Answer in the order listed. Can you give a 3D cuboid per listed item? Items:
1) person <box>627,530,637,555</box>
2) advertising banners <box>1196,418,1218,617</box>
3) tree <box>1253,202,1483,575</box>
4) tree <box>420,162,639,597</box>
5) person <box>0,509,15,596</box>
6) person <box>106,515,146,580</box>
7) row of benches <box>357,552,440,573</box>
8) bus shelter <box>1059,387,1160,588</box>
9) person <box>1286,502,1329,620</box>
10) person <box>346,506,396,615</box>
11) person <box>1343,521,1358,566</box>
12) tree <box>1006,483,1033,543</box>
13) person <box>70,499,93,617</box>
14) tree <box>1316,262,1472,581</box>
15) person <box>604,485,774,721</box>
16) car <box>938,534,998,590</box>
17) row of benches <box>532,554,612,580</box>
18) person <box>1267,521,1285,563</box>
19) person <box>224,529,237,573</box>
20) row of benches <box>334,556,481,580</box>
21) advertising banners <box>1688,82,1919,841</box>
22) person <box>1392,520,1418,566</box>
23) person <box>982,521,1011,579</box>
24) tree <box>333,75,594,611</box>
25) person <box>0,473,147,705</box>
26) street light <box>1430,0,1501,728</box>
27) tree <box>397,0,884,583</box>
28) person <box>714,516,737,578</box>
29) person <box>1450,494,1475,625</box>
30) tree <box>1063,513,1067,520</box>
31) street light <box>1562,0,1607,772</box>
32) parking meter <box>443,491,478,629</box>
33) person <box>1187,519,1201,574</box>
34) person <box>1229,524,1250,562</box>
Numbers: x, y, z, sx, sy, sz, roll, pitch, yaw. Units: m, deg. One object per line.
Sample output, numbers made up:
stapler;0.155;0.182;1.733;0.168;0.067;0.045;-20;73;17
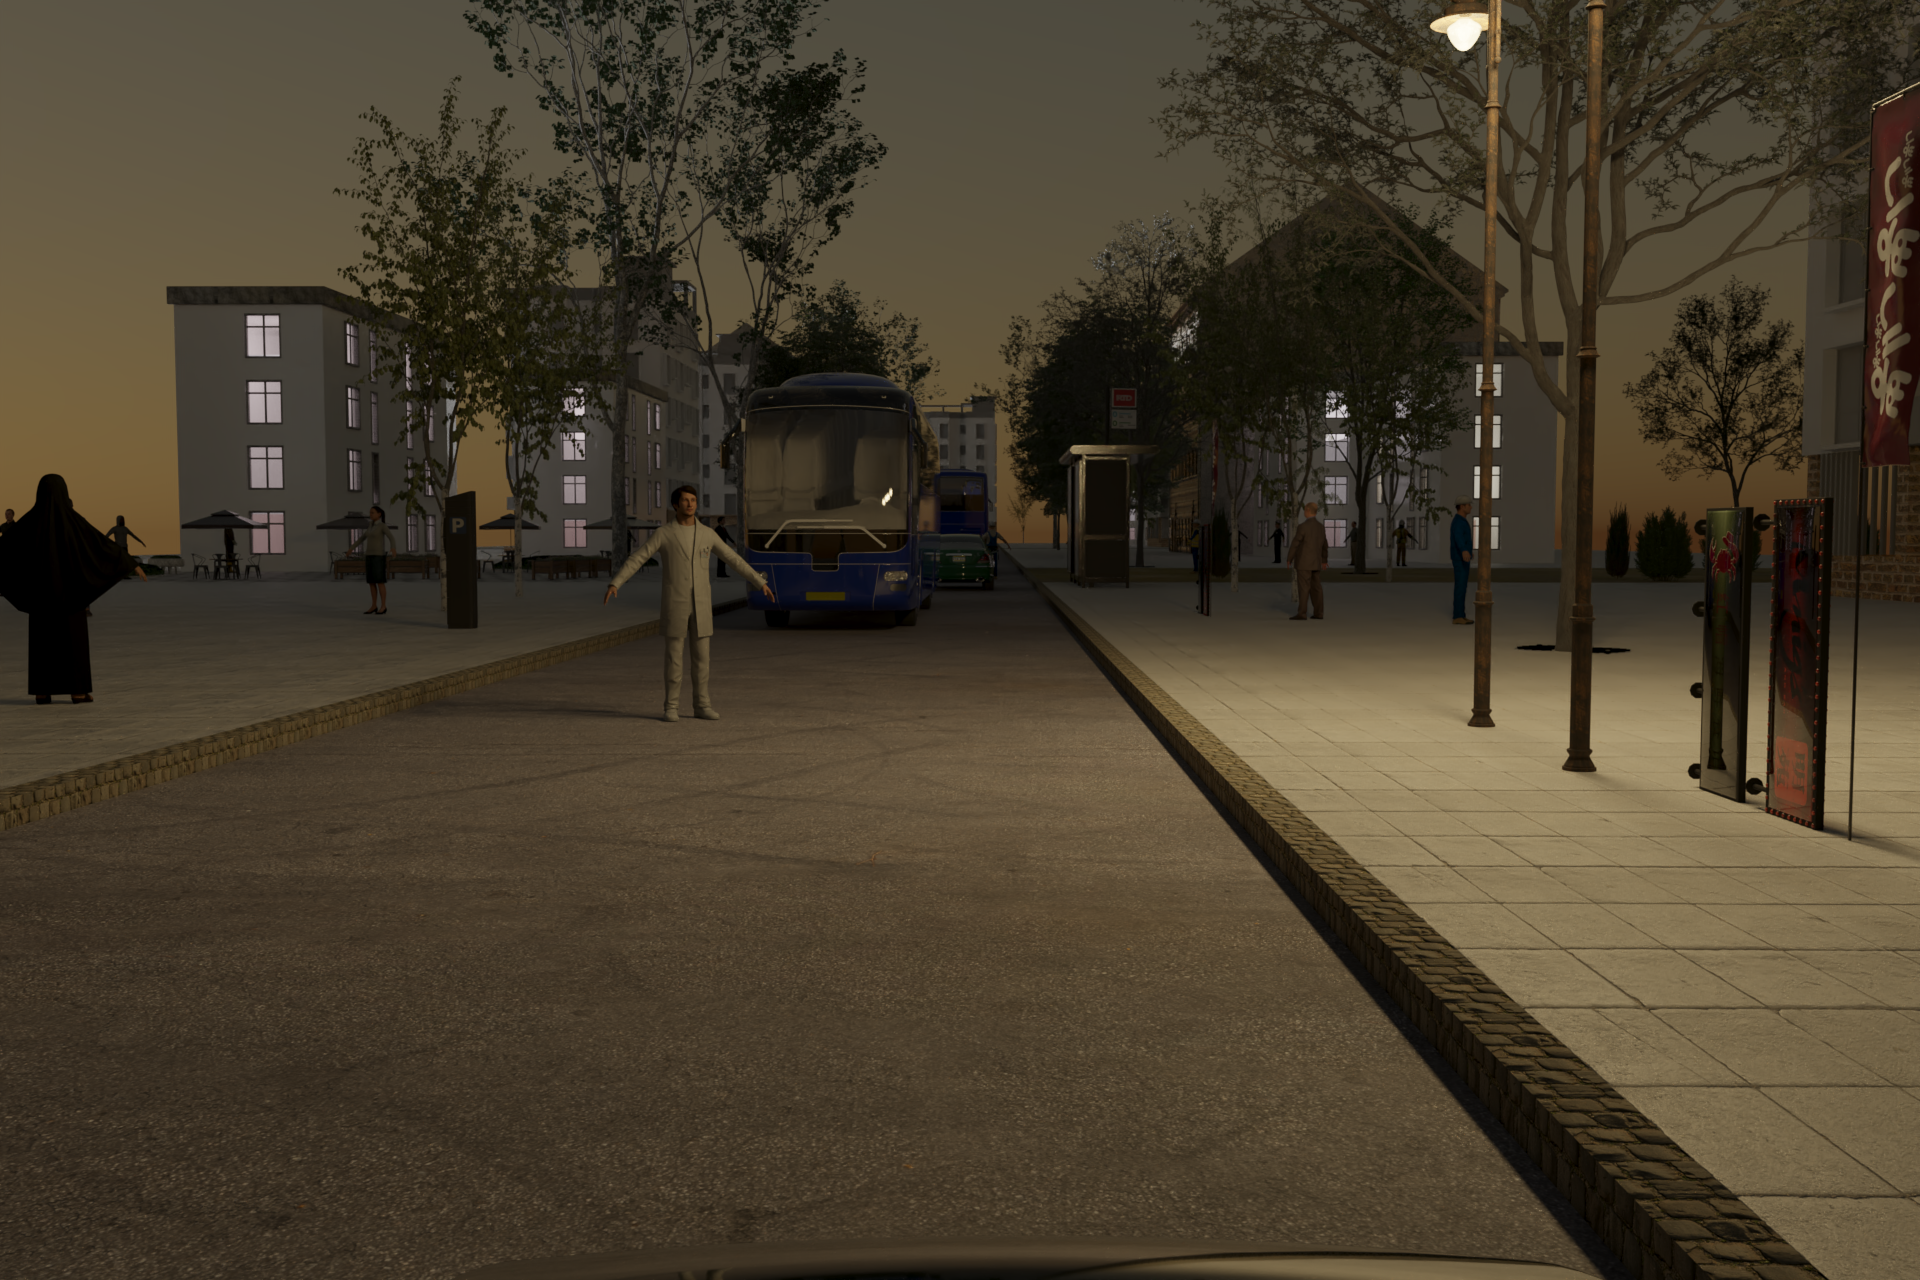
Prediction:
person;-15.422;-4.572;80.527;0.705;1.856;1.354;1;4;13
advertising banners;3.878;-1.896;27.181;0.090;3.025;2.074;0;4;1
tree;12.857;-7.908;55.049;9.928;11.665;9.643;0;3;0
tree;-8.838;-5.202;35.407;4.737;8.622;4.395;0;3;0
person;-19.514;-1.796;35.590;1.348;1.803;0.705;0;4;-3
person;-23.598;-2.608;48.763;0.705;1.813;1.348;2;4;32
row of benches;-18.688;-2.586;57.748;4.104;0.672;1.422;2;4;30
bus shelter;3.737;-4.122;45.032;2.179;5.291;8.768;0;4;1
person;5.184;-1.183;25.939;0.990;1.755;0.434;-3;4;-38
person;-9.383;-1.273;27.649;1.217;1.735;0.721;2;4;35
person;15.956;-3.914;70.262;0.705;1.796;1.348;-1;4;-14
tree;9.093;-17.844;242.109;4.360;8.622;3.978;0;3;0
person;-13.809;-1.274;26.744;0.599;1.838;0.709;2;4;29
tree;11.592;-5.878;46.462;4.737;8.622;4.395;0;3;0
person;-2.099;-0.288;13.350;1.347;1.806;0.705;-2;4;-26
car;-0.044;-2.062;45.505;2.131;1.459;4.920;0;4;0
row of benches;-11.176;-2.128;50.258;1.422;0.672;4.104;1;4;14
person;13.925;-4.291;76.090;0.705;1.837;1.347;-1;4;-22
person;-24.051;-3.118;57.123;0.704;1.812;1.346;-2;4;-30
row of benches;-15.613;-2.069;49.284;4.104;0.672;1.422;0;4;-4
advertising banners;3.725;-0.702;7.670;0.090;3.025;2.074;0;4;1
person;17.545;-3.854;68.781;1.354;1.858;0.705;3;5;44
person;1.001;-2.842;54.775;1.347;1.847;0.705;-1;4;-17
tree;-8.495;-4.803;28.889;4.737;8.622;4.395;0;3;0
person;-6.823;-0.388;13.138;1.214;1.737;0.721;-1;4;-9
street light;3.481;-2.361;11.383;0.468;5.910;1.993;0;4;1
tree;-8.446;-11.643;46.257;12.611;20.169;13.585;0;3;0
person;-7.016;-2.752;51.185;0.705;1.806;1.347;1;4;22
person;7.180;-1.150;24.688;0.705;1.842;1.347;1;4;19
tree;16.658;-17.935;243.605;4.360;8.622;3.978;0;3;0
street light;3.364;-2.229;9.230;0.468;5.910;1.993;0;4;1
parking meter;-6.779;-1.088;23.500;0.399;1.863;0.255;0;4;2
person;7.615;-3.055;56.412;0.721;1.772;1.216;2;4;24
person;12.978;-4.543;80.997;1.216;1.740;0.721;2;4;30
